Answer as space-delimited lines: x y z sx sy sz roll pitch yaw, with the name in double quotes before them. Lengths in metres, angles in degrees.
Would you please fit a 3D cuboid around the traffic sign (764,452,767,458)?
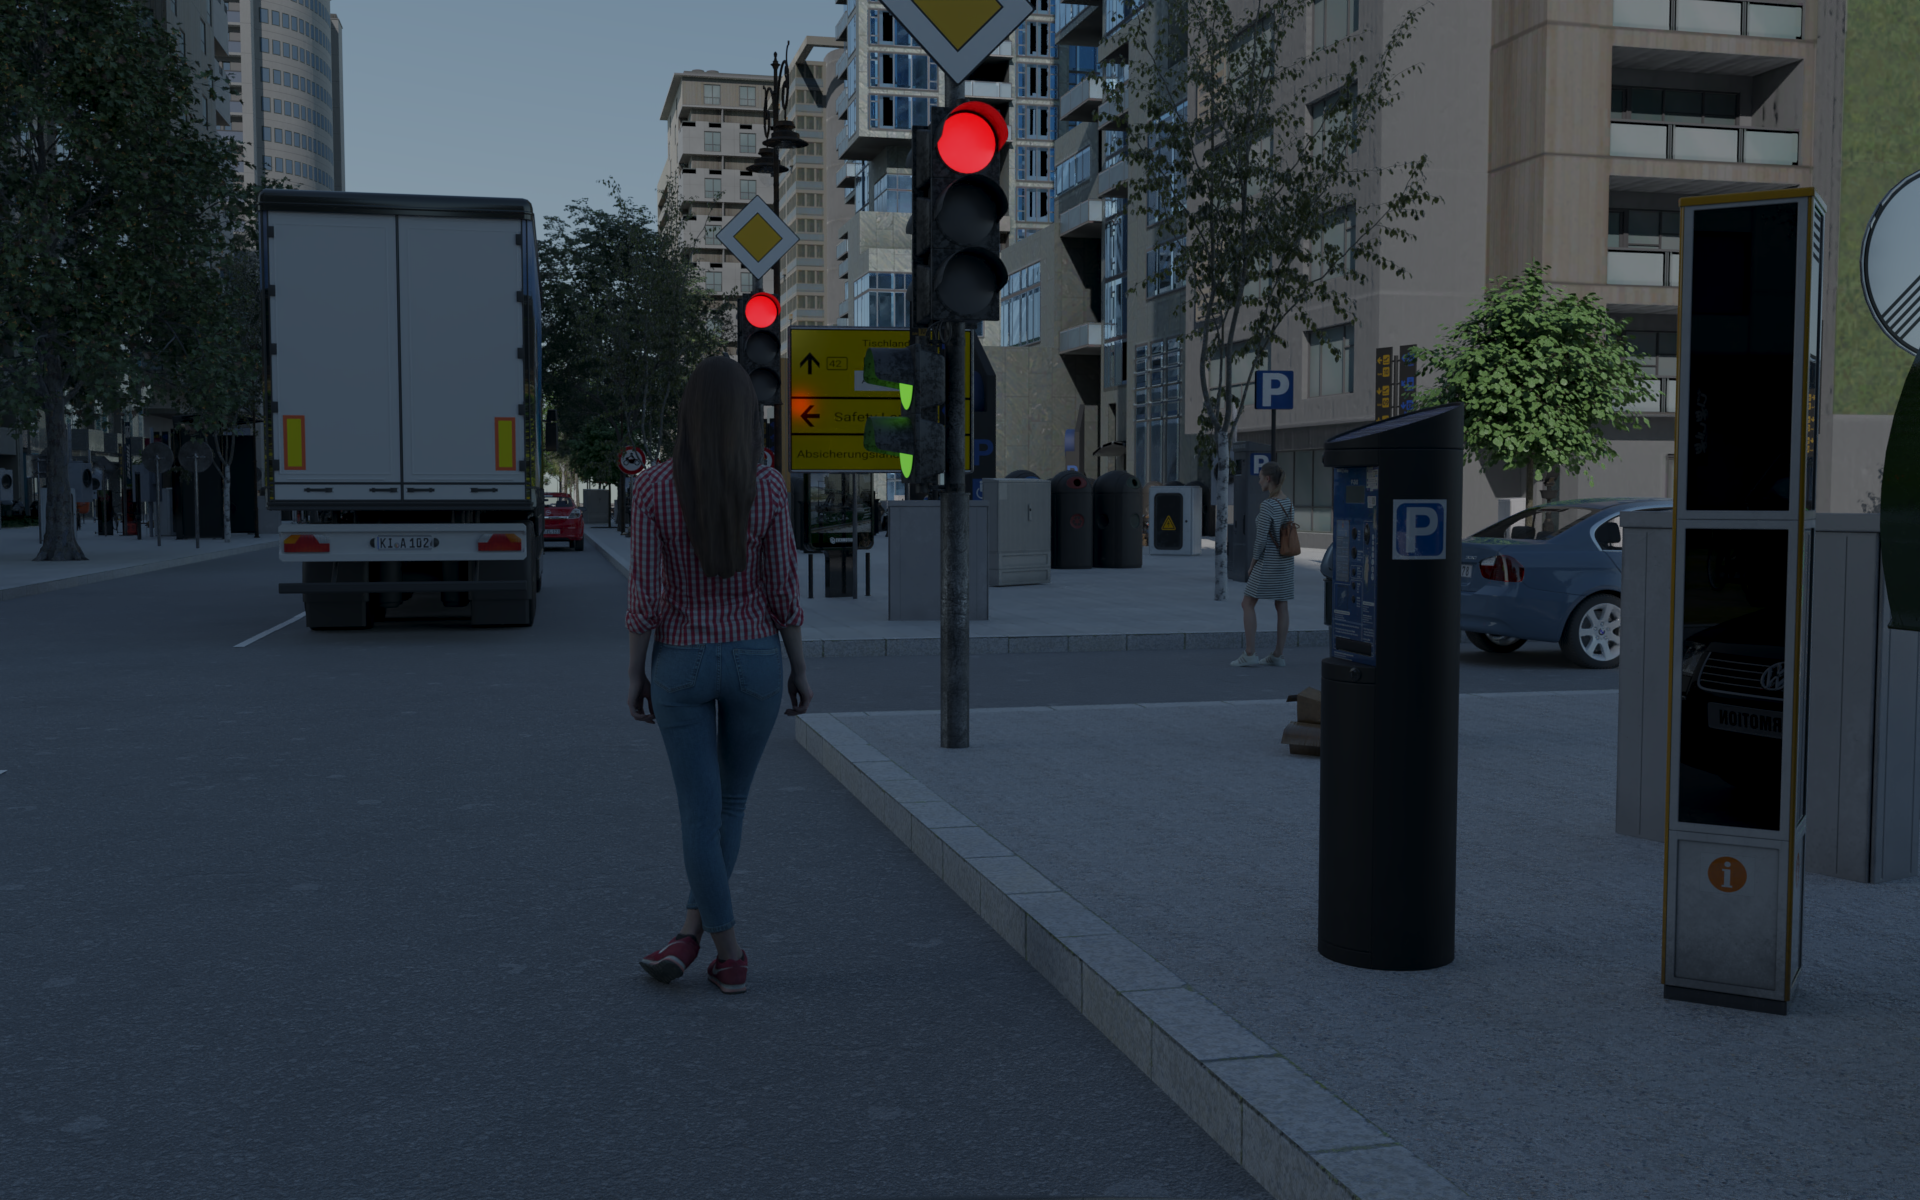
"traffic sign" -3.311 -1.576 25.771 0.884 2.594 0.081 -1 4 -11

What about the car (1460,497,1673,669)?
"car" 6.275 -0.198 15.246 4.499 1.417 2.014 -1 4 -14

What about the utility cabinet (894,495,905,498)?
"utility cabinet" -2.723 -4.410 83.272 0.306 1.237 1.020 3 5 39

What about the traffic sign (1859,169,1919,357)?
"traffic sign" 3.817 -0.408 6.773 0.768 2.556 0.104 0 4 -8

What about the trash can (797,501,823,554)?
"trash can" -3.171 -1.584 37.557 0.748 1.137 0.748 0 3 0

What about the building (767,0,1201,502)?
"building" -0.031 -49.124 115.852 22.319 86.520 31.000 -1 4 -14

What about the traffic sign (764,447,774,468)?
"traffic sign" -5.313 -2.836 46.474 0.768 2.556 0.104 0 4 -4

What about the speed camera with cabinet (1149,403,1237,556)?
"speed camera with cabinet" 4.942 -2.534 35.768 2.038 3.252 0.660 2 4 29

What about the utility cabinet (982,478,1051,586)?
"utility cabinet" 0.809 -0.955 24.285 0.318 1.500 1.173 3 5 40

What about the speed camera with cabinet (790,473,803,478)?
"speed camera with cabinet" -5.993 -4.275 64.240 0.660 3.252 2.038 0 4 2

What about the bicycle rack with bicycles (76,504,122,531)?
"bicycle rack with bicycles" -30.672 -2.910 60.965 2.852 0.926 2.925 -1 4 -15

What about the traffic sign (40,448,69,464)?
"traffic sign" -24.208 -2.824 46.281 0.768 2.556 0.104 0 4 -6

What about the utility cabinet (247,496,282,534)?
"utility cabinet" -22.444 -2.734 55.861 1.020 1.237 0.306 -2 4 -24

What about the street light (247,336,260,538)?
"street light" -20.603 -4.757 50.571 0.468 5.910 1.993 -1 4 -14

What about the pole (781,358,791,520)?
"pole" -2.654 -1.972 26.079 0.158 3.312 0.155 0 3 0

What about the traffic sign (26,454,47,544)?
"traffic sign" -23.666 -2.593 44.520 0.606 2.300 0.079 0 4 -6

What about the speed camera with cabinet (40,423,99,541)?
"speed camera with cabinet" -24.714 -3.275 47.881 0.660 3.252 2.038 0 4 -3

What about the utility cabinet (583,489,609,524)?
"utility cabinet" -15.530 -3.991 73.936 0.318 1.500 1.173 3 4 38

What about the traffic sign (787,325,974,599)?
"traffic sign" -0.960 -1.667 21.121 2.265 3.308 0.079 0 4 -7

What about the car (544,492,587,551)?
"car" -10.722 -2.185 44.761 2.155 1.783 4.494 -1 4 -15

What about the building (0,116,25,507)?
"building" -49.603 -26.877 63.143 21.300 48.544 21.600 -1 4 -14

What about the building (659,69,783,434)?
"building" -21.769 -38.333 215.977 28.713 52.752 27.495 -1 4 -14

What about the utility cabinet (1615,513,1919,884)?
"utility cabinet" 2.859 0.306 6.162 0.306 1.237 1.020 -2 4 -31

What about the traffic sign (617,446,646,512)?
"traffic sign" -8.618 -2.776 45.497 0.768 2.556 0.104 -1 4 -9

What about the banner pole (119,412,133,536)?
"banner pole" -25.430 -3.844 52.873 0.401 3.779 0.863 -3 5 -44

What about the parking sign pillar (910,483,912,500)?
"parking sign pillar" -1.411 -4.579 63.333 1.447 3.967 1.447 3 5 39

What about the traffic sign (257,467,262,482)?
"traffic sign" -31.895 -4.775 78.176 0.768 2.556 0.104 0 4 -4

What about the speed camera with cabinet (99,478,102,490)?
"speed camera with cabinet" -39.166 -5.035 76.659 2.038 3.252 0.660 -3 5 -45

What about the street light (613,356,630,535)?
"street light" -10.481 -4.948 53.688 0.468 5.910 1.993 -1 4 -14

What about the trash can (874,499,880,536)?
"trash can" -2.814 -2.563 53.561 0.748 1.137 0.748 0 3 0

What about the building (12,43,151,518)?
"building" -58.535 -29.079 95.049 23.786 49.044 30.456 -1 4 -14

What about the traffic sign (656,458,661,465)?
"traffic sign" -10.963 -3.854 63.013 0.884 2.594 0.081 -1 4 -12

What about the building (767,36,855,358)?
"building" -2.235 -27.712 144.973 32.217 40.220 23.993 -1 4 -14

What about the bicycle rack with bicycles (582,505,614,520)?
"bicycle rack with bicycles" -17.013 -4.336 84.281 2.925 0.926 2.852 -3 4 -37

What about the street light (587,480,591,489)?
"street light" -19.729 -7.270 91.655 0.468 5.910 1.993 -1 4 -14

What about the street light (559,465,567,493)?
"street light" -39.574 -12.270 173.396 0.468 5.910 1.993 -1 4 -14

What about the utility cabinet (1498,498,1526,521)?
"utility cabinet" 9.603 -1.162 30.160 0.306 1.237 1.020 0 4 6

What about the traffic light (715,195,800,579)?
"traffic light" -1.931 -1.683 16.439 0.839 4.253 0.868 -1 4 -14

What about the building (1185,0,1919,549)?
"building" 14.302 -21.813 40.231 14.086 41.232 14.154 -1 4 -14

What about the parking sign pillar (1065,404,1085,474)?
"parking sign pillar" 3.415 -3.851 51.441 1.447 3.967 1.447 1 4 11

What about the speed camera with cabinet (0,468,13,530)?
"speed camera with cabinet" -34.363 -4.087 61.160 0.660 3.252 2.038 0 4 7

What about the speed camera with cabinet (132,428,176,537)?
"speed camera with cabinet" -24.175 -3.547 52.335 0.660 3.252 2.038 0 4 6

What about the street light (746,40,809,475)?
"street light" -1.928 -2.782 18.274 0.468 5.910 1.993 -1 4 -14

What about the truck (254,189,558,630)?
"truck" -6.487 -2.002 21.644 2.839 4.237 11.283 -1 4 -13

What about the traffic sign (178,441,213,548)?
"traffic sign" -18.006 -2.491 40.834 0.768 2.556 0.104 -1 4 -11

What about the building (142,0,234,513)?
"building" -67.692 -32.614 122.478 28.713 52.752 27.495 -1 4 -14

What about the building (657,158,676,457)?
"building" -30.140 -37.651 239.291 21.300 48.544 21.600 -1 4 -14

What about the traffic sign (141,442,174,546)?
"traffic sign" -19.673 -2.591 42.473 0.768 2.556 0.104 0 4 -4

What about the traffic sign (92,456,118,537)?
"traffic sign" -25.816 -3.125 52.280 0.795 2.450 0.064 -1 4 -13

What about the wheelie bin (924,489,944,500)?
"wheelie bin" -0.725 -3.052 57.807 0.980 1.594 0.693 0 4 -1

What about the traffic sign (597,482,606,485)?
"traffic sign" -17.691 -5.254 85.900 0.884 2.594 0.081 -1 4 -10

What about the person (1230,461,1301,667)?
"person" 2.596 -0.300 14.410 0.522 1.701 0.512 3 5 41

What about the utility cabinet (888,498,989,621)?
"utility cabinet" -0.222 -0.398 17.673 1.020 1.237 0.306 0 4 -2

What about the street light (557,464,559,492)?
"street light" -48.308 -14.457 209.151 0.468 5.910 1.993 -1 4 -14

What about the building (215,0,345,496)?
"building" -79.682 -39.606 189.564 21.231 58.520 28.212 -1 4 -14

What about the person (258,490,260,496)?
"person" -65.842 -9.426 162.625 0.705 1.823 1.348 -2 4 -30

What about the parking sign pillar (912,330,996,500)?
"parking sign pillar" 0.180 -2.361 27.070 1.447 3.967 1.447 -1 4 -16

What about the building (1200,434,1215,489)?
"building" 12.929 -46.363 70.713 22.319 86.520 31.000 -1 4 -14

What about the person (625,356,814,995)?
"person" -0.688 0.214 5.012 0.555 1.821 0.388 -2 4 -26
